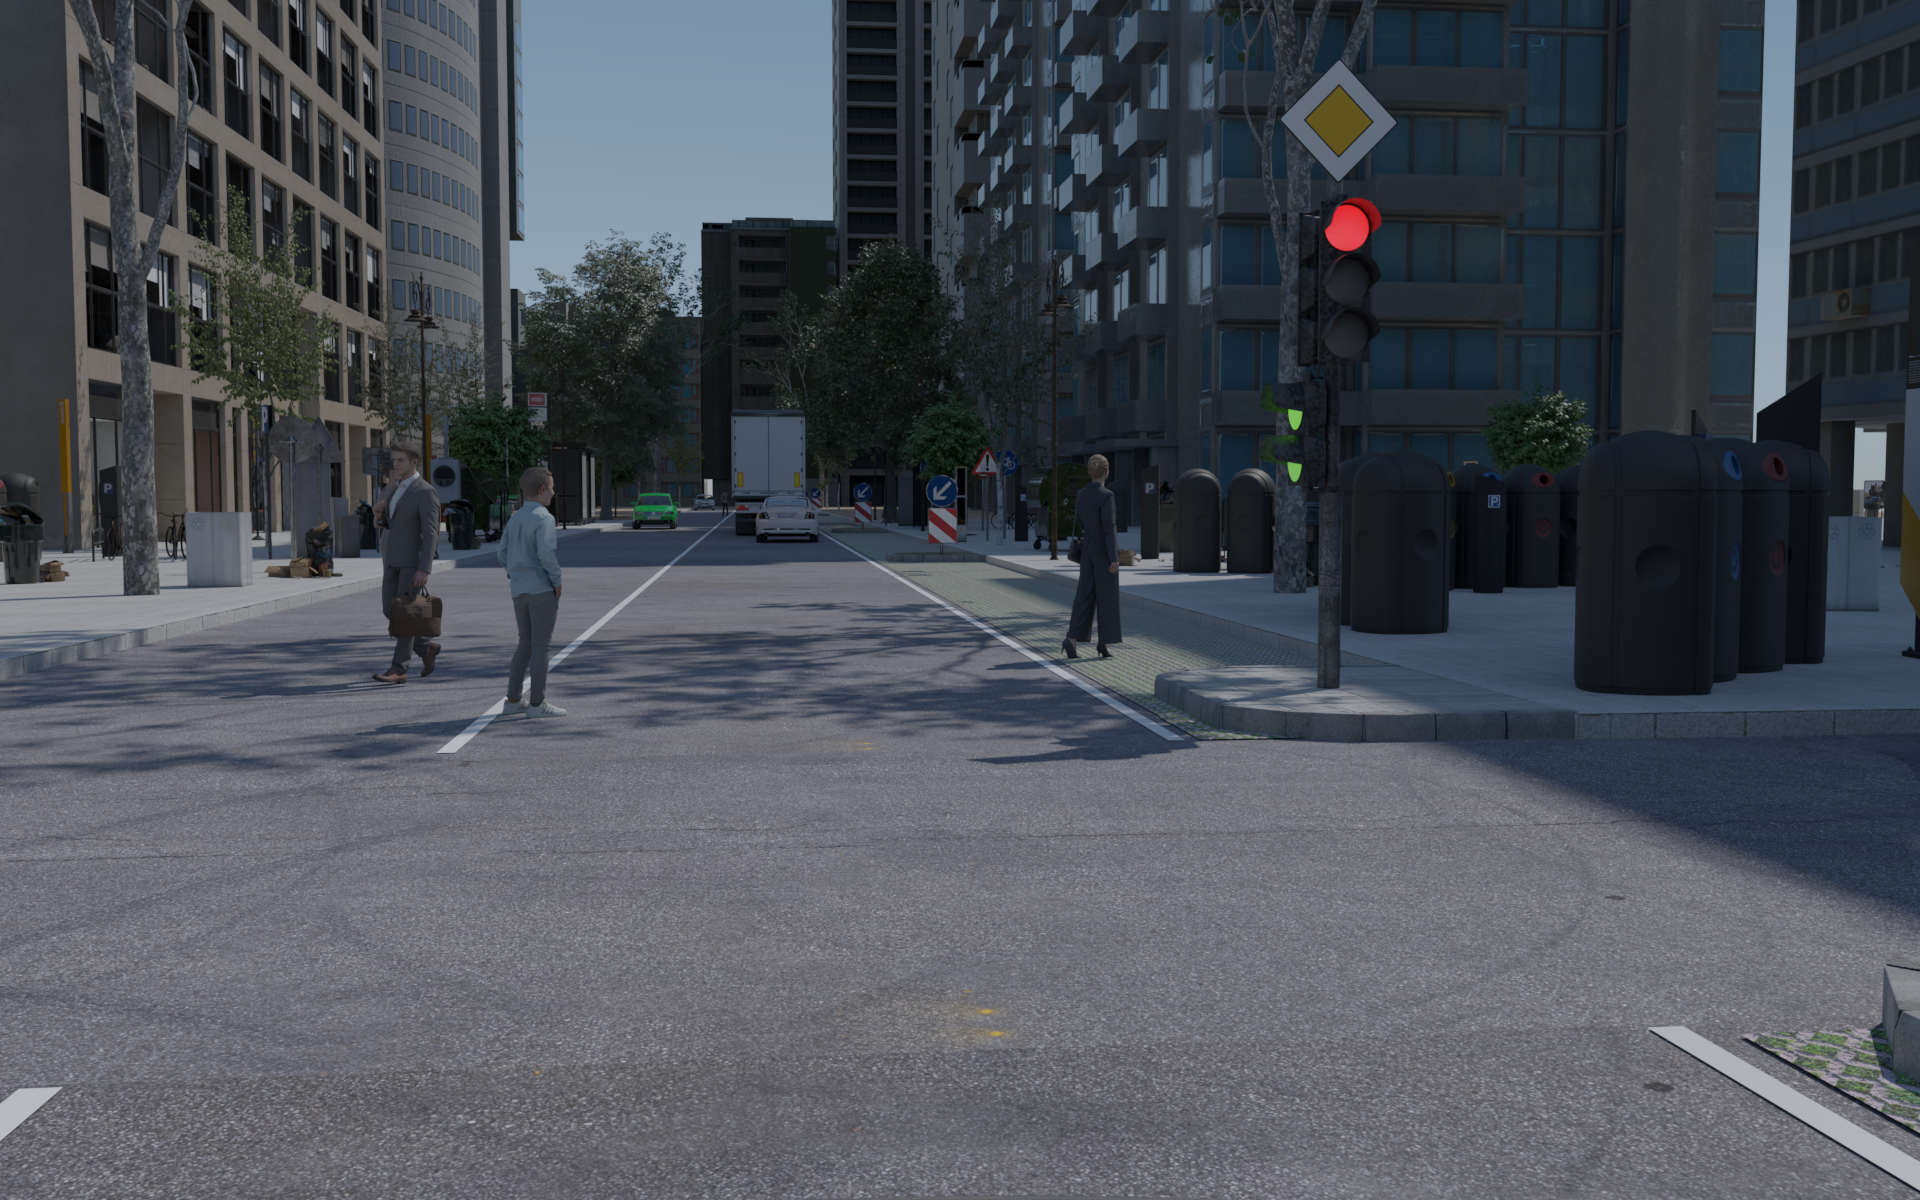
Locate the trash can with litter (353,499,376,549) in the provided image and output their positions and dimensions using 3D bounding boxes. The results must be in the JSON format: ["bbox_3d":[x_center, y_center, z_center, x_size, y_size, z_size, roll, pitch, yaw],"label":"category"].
[{"bbox_3d":[-13.535,-1.768,40.297,1.055,1.170,0.624,-2,4,-24],"label":"trash can with litter"}]

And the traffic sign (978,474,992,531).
[{"bbox_3d":[0.792,-3.660,59.942,0.768,2.556,0.104,0,4,-3],"label":"traffic sign"}]

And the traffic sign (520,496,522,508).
[{"bbox_3d":[-15.351,-3.703,60.545,0.884,2.594,0.081,0,4,0],"label":"traffic sign"}]

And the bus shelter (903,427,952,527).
[{"bbox_3d":[-0.975,-4.430,63.716,1.731,3.624,6.357,0,4,-7],"label":"bus shelter"}]

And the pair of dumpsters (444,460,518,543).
[{"bbox_3d":[-13.152,-2.745,47.380,1.574,2.255,4.437,0,4,-7],"label":"pair of dumpsters"}]

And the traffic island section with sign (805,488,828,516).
[{"bbox_3d":[-9.525,-6.376,112.869,1.989,1.847,2.006,0,4,-7],"label":"traffic island section with sign"}]

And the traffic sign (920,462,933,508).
[{"bbox_3d":[-0.929,-3.482,57.040,0.768,2.556,0.104,0,4,-4],"label":"traffic sign"}]

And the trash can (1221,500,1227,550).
[{"bbox_3d":[6.218,-1.703,39.492,0.748,1.137,0.748,0,3,0],"label":"trash can"}]

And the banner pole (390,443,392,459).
[{"bbox_3d":[-27.015,-5.637,82.188,0.401,3.779,0.863,-1,4,-23],"label":"banner pole"}]

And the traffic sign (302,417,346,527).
[{"bbox_3d":[-10.756,-1.779,29.091,0.884,2.594,0.081,0,4,-1],"label":"traffic sign"}]

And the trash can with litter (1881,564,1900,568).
[{"bbox_3d":[15.476,-1.202,30.708,2.233,1.210,1.678,3,4,38],"label":"trash can with litter"}]

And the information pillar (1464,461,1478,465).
[{"bbox_3d":[11.501,-2.114,39.057,0.304,2.012,0.304,1,4,15],"label":"information pillar"}]

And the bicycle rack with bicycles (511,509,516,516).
[{"bbox_3d":[-20.693,-3.805,75.600,2.852,0.926,2.925,-3,5,-44],"label":"bicycle rack with bicycles"}]

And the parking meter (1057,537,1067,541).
[{"bbox_3d":[2.770,-2.397,47.595,0.372,1.533,0.369,0,3,0],"label":"parking meter"}]

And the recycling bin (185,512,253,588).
[{"bbox_3d":[-10.317,-0.708,24.135,0.722,1.027,0.722,-1,4,-10],"label":"recycling bin"}]

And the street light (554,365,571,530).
[{"bbox_3d":[-14.285,-5.479,62.372,0.468,5.910,1.993,0,4,-7],"label":"street light"}]

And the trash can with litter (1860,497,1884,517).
[{"bbox_3d":[39.196,-3.870,74.665,1.055,1.170,0.624,-1,4,-20],"label":"trash can with litter"}]

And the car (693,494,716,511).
[{"bbox_3d":[-22.254,-8.491,150.827,2.014,1.417,4.499,0,4,-8],"label":"car"}]

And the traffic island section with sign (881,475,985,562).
[{"bbox_3d":[-0.568,-1.738,37.043,1.989,1.847,2.006,0,4,-7],"label":"traffic island section with sign"}]

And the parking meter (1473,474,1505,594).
[{"bbox_3d":[6.862,-0.859,22.462,0.372,1.533,0.369,0,3,0],"label":"parking meter"}]

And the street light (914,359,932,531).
[{"bbox_3d":[-1.275,-5.295,59.355,0.468,5.910,1.993,0,4,-7],"label":"street light"}]

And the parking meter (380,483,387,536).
[{"bbox_3d":[-12.817,-1.866,38.923,0.372,1.533,0.369,0,3,0],"label":"parking meter"}]

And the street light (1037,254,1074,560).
[{"bbox_3d":[1.835,-3.718,33.581,0.468,5.910,1.993,0,4,-7],"label":"street light"}]

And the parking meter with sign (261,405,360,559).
[{"bbox_3d":[-12.896,-2.336,34.462,1.738,3.016,0.543,-2,4,-35],"label":"parking meter with sign"}]

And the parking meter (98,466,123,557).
[{"bbox_3d":[-17.413,-1.824,35.531,0.399,1.863,0.255,0,4,3],"label":"parking meter"}]

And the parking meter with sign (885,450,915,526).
[{"bbox_3d":[-2.128,-4.454,69.085,1.738,3.016,0.543,0,4,-1],"label":"parking meter with sign"}]

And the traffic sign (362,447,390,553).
[{"bbox_3d":[-12.766,-2.189,37.917,0.606,2.300,0.079,0,4,-4],"label":"traffic sign"}]

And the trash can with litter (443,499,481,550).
[{"bbox_3d":[-11.472,-1.750,39.995,0.624,1.170,1.055,0,4,2],"label":"trash can with litter"}]

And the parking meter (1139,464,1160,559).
[{"bbox_3d":[3.734,-1.742,34.190,0.399,1.863,0.255,1,4,9],"label":"parking meter"}]

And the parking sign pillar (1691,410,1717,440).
[{"bbox_3d":[23.967,-4.115,55.744,1.447,3.967,1.447,-3,5,-44],"label":"parking sign pillar"}]

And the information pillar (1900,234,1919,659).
[{"bbox_3d":[7.548,-1.355,13.517,0.183,3.616,0.504,0,4,1],"label":"information pillar"}]

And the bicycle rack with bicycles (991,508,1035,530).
[{"bbox_3d":[2.570,-3.039,63.077,2.925,0.926,2.852,0,4,7],"label":"bicycle rack with bicycles"}]

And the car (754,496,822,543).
[{"bbox_3d":[-5.221,-2.454,52.491,2.083,1.381,4.827,0,4,-5],"label":"car"}]

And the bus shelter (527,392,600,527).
[{"bbox_3d":[-16.252,-5.713,71.039,2.179,5.291,8.768,0,4,-7],"label":"bus shelter"}]

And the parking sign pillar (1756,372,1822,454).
[{"bbox_3d":[18.490,-3.073,38.720,1.447,3.967,1.447,2,4,25],"label":"parking sign pillar"}]

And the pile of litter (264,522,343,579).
[{"bbox_3d":[-10.198,-0.792,26.914,1.176,0.858,1.719,-1,4,-14],"label":"pile of litter"}]

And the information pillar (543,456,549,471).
[{"bbox_3d":[-18.717,-5.345,78.745,0.504,3.616,0.183,1,4,18],"label":"information pillar"}]

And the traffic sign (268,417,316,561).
[{"bbox_3d":[-11.007,-1.740,28.550,0.768,2.556,0.104,0,4,-4],"label":"traffic sign"}]

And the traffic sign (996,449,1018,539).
[{"bbox_3d":[1.272,-3.014,49.392,0.768,2.556,0.104,0,4,-5],"label":"traffic sign"}]

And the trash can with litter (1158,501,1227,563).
[{"bbox_3d":[4.903,-1.346,33.066,2.233,1.210,1.678,0,4,4],"label":"trash can with litter"}]

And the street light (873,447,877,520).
[{"bbox_3d":[-4.192,-6.883,85.323,0.468,5.910,1.993,0,4,-7],"label":"street light"}]

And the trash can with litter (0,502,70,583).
[{"bbox_3d":[-13.458,-0.836,25.053,0.624,1.170,1.055,1,4,9],"label":"trash can with litter"}]

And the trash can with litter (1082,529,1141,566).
[{"bbox_3d":[2.718,-1.207,31.122,1.055,1.170,0.624,1,4,14],"label":"trash can with litter"}]

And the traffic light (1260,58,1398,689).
[{"bbox_3d":[2.422,-1.372,11.358,0.839,4.253,0.868,0,4,-7],"label":"traffic light"}]

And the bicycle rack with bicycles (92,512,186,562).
[{"bbox_3d":[-15.788,-1.262,34.020,2.852,0.926,2.925,-1,4,-20],"label":"bicycle rack with bicycles"}]

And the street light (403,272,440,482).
[{"bbox_3d":[-11.191,-3.875,36.148,0.468,5.910,1.993,0,4,-7],"label":"street light"}]

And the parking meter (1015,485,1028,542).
[{"bbox_3d":[1.664,-2.352,46.862,0.372,1.533,0.369,0,3,0],"label":"parking meter"}]

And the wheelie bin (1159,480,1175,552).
[{"bbox_3d":[4.537,-1.859,38.300,0.693,1.594,0.980,1,4,16],"label":"wheelie bin"}]

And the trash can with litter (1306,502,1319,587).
[{"bbox_3d":[4.894,-0.781,24.162,0.624,1.170,1.055,2,4,25],"label":"trash can with litter"}]

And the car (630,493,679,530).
[{"bbox_3d":[-12.589,-3.835,71.498,1.959,1.807,4.718,-1,4,-8],"label":"car"}]

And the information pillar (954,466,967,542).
[{"bbox_3d":[0.017,-2.553,46.234,0.304,2.012,0.304,0,4,-6],"label":"information pillar"}]

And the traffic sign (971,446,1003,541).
[{"bbox_3d":[0.747,-2.882,47.124,0.884,2.594,0.081,0,4,-2],"label":"traffic sign"}]

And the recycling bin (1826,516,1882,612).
[{"bbox_3d":[9.737,-0.411,19.272,0.722,1.027,0.722,0,4,6],"label":"recycling bin"}]

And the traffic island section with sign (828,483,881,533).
[{"bbox_3d":[-3.730,-3.375,63.813,1.989,1.847,2.006,0,4,-7],"label":"traffic island section with sign"}]
